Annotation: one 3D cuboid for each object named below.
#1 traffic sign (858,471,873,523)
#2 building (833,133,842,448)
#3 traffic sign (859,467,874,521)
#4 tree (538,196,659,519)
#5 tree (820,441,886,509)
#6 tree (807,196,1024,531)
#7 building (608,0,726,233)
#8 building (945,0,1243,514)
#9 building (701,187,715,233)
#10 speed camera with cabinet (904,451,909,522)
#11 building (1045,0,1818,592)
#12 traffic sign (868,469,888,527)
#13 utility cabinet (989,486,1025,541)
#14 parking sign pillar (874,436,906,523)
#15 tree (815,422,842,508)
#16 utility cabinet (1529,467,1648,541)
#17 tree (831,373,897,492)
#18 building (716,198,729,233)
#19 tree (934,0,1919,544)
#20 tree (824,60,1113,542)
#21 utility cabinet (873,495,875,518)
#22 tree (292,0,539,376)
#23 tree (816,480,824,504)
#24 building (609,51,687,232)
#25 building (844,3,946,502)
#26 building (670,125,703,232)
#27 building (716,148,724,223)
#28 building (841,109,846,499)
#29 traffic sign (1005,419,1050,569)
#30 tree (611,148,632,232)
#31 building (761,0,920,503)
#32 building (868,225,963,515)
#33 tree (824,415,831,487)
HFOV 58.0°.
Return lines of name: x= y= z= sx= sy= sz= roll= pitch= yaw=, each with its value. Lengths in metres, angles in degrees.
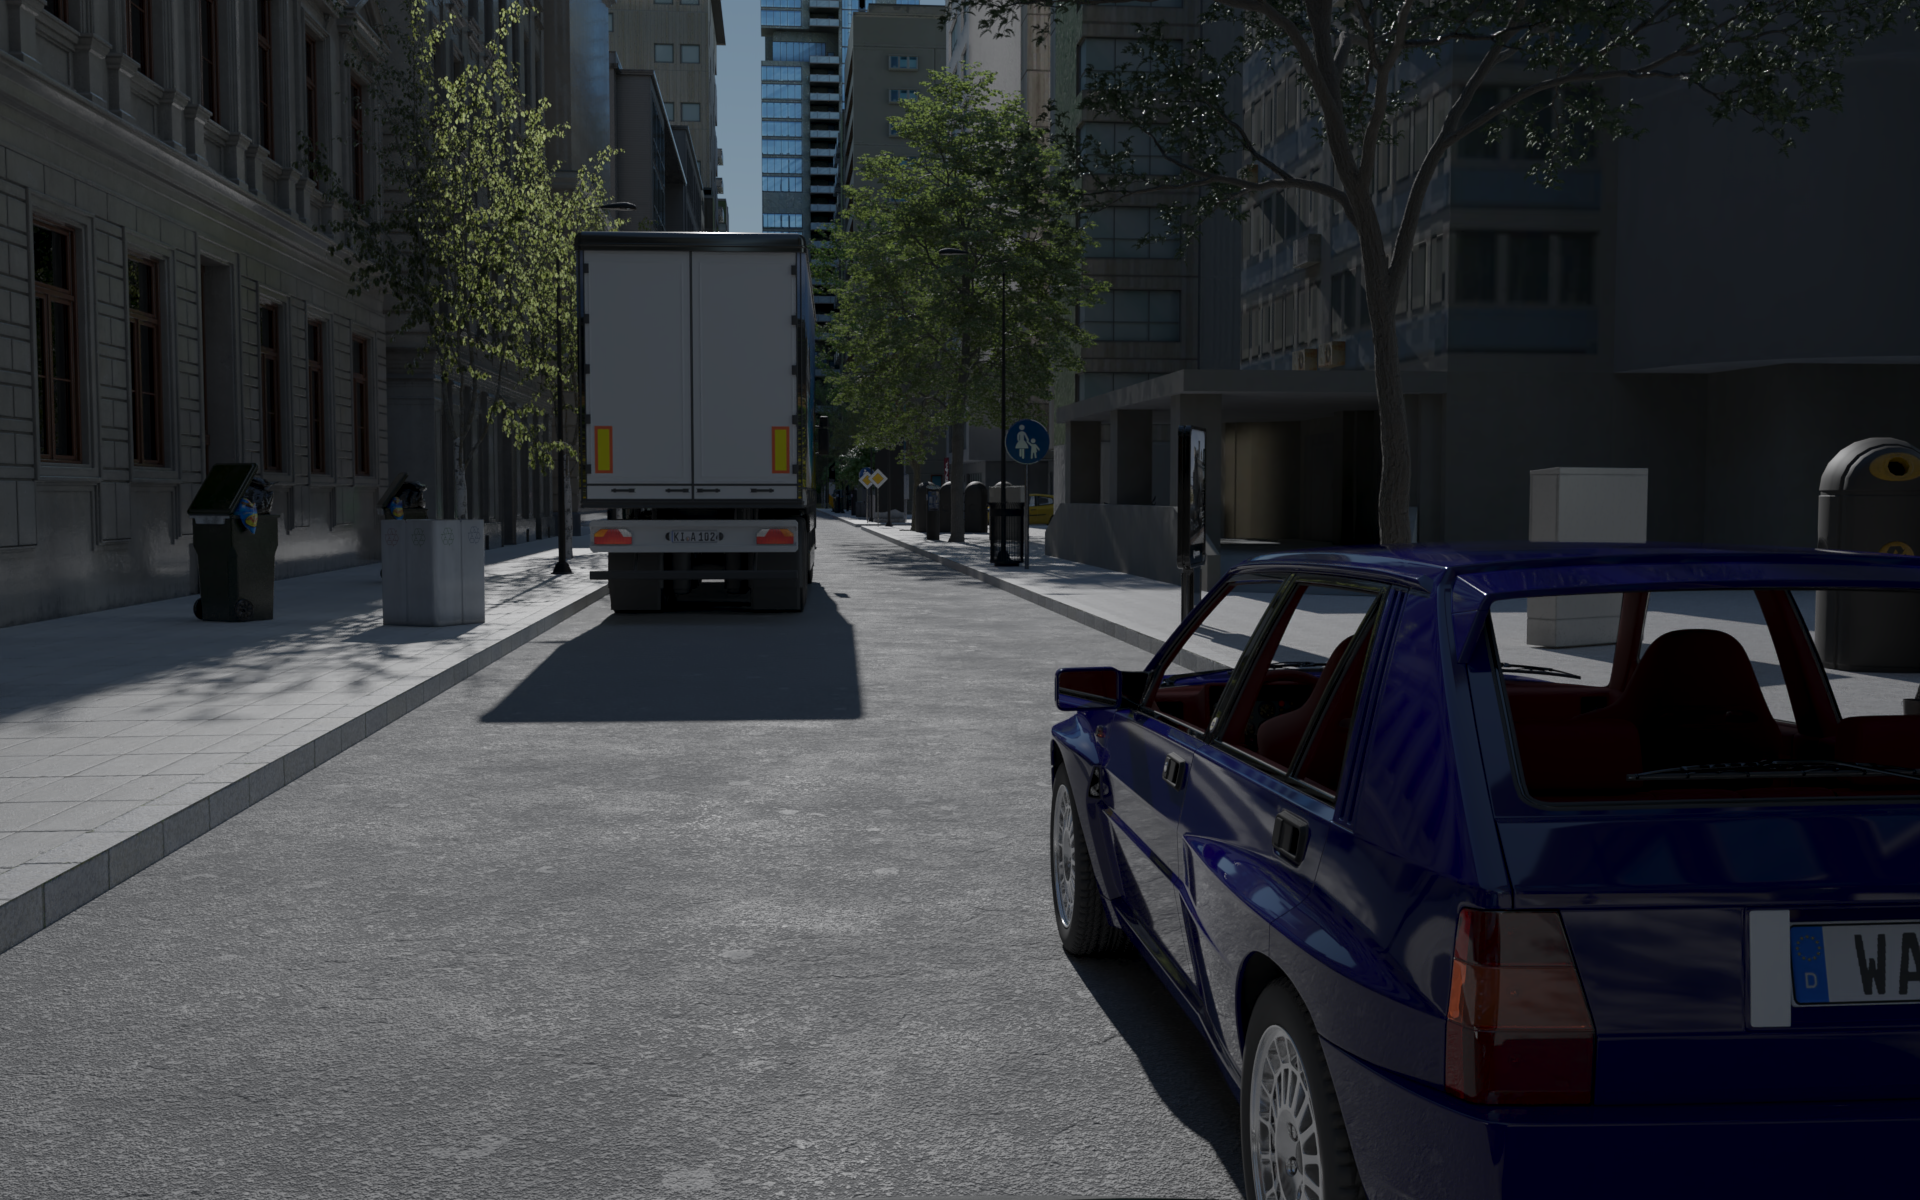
traffic sign: x=-4.065 y=-4.428 z=76.044 sx=0.795 sy=2.450 sz=0.064 roll=0 pitch=4 yaw=-6
building: x=-3.897 y=-36.122 z=210.206 sx=23.786 sy=49.044 sz=30.456 roll=0 pitch=4 yaw=-6
traffic sign: x=-4.419 y=-5.041 z=82.527 sx=0.768 sy=2.556 sz=0.104 roll=0 pitch=4 yaw=3
tree: x=-8.448 y=-5.657 z=42.852 sx=4.737 sy=8.622 sz=4.395 roll=0 pitch=3 yaw=0
tree: x=-4.643 y=-6.592 z=91.494 sx=4.285 sy=4.588 sz=4.351 roll=0 pitch=3 yaw=0
tree: x=-1.598 y=-8.195 z=59.746 sx=9.928 sy=11.665 sz=9.643 roll=0 pitch=3 yaw=0
building: x=-38.358 y=-35.862 z=175.580 sx=28.713 sy=52.752 sz=27.495 roll=0 pitch=4 yaw=-6
building: x=6.828 y=-24.582 z=85.514 sx=14.086 sy=41.232 sz=14.154 roll=0 pitch=4 yaw=-6
building: x=-29.293 y=-23.498 z=155.897 sx=14.160 sy=30.474 sz=14.107 roll=0 pitch=4 yaw=-6
speed camera with cabinet: x=-3.029 y=-5.249 z=80.150 sx=0.660 sy=3.252 sz=2.038 roll=-2 pitch=4 yaw=-26
building: x=18.530 y=-20.682 z=30.025 sx=32.217 sy=40.220 sz=23.993 roll=0 pitch=4 yaw=-6
traffic sign: x=-3.227 y=-3.943 z=68.103 sx=0.795 sy=2.450 sz=0.064 roll=0 pitch=4 yaw=-6
utility cabinet: x=1.301 y=-2.351 z=47.112 sx=0.318 sy=1.500 sz=1.173 roll=-3 pitch=5 yaw=-44
parking sign pillar: x=-3.173 y=-5.477 z=78.027 sx=1.447 sy=3.967 sz=1.447 roll=0 pitch=4 yaw=-1
tree: x=-13.575 y=-13.380 z=169.132 sx=4.360 sy=8.622 sz=3.978 roll=0 pitch=3 yaw=0
utility cabinet: x=5.312 y=-0.367 z=14.680 sx=1.173 sy=1.500 sz=0.318 roll=-2 pitch=4 yaw=-33
tree: x=-5.113 y=-9.243 z=101.486 sx=4.737 sy=8.622 sz=4.395 roll=0 pitch=3 yaw=0
building: x=-39.065 y=-34.084 z=240.859 sx=14.086 sy=41.232 sz=14.154 roll=0 pitch=4 yaw=-6
tree: x=3.148 y=-4.762 z=12.265 sx=8.767 sy=10.594 sz=7.601 roll=0 pitch=4 yaw=-1
tree: x=0.349 y=-7.821 z=46.006 sx=7.486 sy=12.596 sz=7.792 roll=0 pitch=3 yaw=0
utility cabinet: x=-4.232 y=-4.573 z=85.923 sx=0.306 sy=1.237 sz=1.020 roll=-1 pitch=4 yaw=-14
tree: x=-6.894 y=-4.490 z=23.766 sx=4.360 sy=8.622 sz=3.978 roll=0 pitch=3 yaw=0
tree: x=-18.590 y=-14.275 z=227.993 sx=1.663 sy=3.219 sz=1.824 roll=0 pitch=3 yaw=0
building: x=-22.223 y=-16.618 z=90.763 sx=14.314 sy=24.678 sz=30.058 roll=0 pitch=4 yaw=-6
building: x=-0.214 y=-33.411 z=169.972 sx=21.300 sy=48.544 sz=21.600 roll=0 pitch=4 yaw=-6
building: x=-25.065 y=-19.831 z=117.741 sx=14.314 sy=27.812 sz=24.014 roll=0 pitch=4 yaw=-6
building: x=-43.895 y=-36.043 z=208.904 sx=30.456 sy=49.044 sz=23.786 roll=0 pitch=4 yaw=-6
building: x=-5.907 y=-30.843 z=187.881 sx=14.154 sy=41.232 sz=14.086 roll=0 pitch=4 yaw=-6
traffic sign: x=1.142 y=-1.799 z=29.517 sx=0.768 sy=2.556 sz=0.104 roll=0 pitch=4 yaw=-3
tree: x=-7.756 y=-5.113 z=33.960 sx=4.360 sy=8.622 sz=3.978 roll=0 pitch=3 yaw=0
building: x=-16.305 y=-57.051 z=245.447 sx=31.000 sy=86.520 sz=22.319 roll=0 pitch=4 yaw=-6
building: x=8.041 y=-17.014 z=123.221 sx=27.650 sy=21.520 sz=28.899 roll=0 pitch=4 yaw=-6
tree: x=-6.595 y=-9.711 z=109.131 sx=4.737 sy=8.622 sz=4.395 roll=0 pitch=3 yaw=0
